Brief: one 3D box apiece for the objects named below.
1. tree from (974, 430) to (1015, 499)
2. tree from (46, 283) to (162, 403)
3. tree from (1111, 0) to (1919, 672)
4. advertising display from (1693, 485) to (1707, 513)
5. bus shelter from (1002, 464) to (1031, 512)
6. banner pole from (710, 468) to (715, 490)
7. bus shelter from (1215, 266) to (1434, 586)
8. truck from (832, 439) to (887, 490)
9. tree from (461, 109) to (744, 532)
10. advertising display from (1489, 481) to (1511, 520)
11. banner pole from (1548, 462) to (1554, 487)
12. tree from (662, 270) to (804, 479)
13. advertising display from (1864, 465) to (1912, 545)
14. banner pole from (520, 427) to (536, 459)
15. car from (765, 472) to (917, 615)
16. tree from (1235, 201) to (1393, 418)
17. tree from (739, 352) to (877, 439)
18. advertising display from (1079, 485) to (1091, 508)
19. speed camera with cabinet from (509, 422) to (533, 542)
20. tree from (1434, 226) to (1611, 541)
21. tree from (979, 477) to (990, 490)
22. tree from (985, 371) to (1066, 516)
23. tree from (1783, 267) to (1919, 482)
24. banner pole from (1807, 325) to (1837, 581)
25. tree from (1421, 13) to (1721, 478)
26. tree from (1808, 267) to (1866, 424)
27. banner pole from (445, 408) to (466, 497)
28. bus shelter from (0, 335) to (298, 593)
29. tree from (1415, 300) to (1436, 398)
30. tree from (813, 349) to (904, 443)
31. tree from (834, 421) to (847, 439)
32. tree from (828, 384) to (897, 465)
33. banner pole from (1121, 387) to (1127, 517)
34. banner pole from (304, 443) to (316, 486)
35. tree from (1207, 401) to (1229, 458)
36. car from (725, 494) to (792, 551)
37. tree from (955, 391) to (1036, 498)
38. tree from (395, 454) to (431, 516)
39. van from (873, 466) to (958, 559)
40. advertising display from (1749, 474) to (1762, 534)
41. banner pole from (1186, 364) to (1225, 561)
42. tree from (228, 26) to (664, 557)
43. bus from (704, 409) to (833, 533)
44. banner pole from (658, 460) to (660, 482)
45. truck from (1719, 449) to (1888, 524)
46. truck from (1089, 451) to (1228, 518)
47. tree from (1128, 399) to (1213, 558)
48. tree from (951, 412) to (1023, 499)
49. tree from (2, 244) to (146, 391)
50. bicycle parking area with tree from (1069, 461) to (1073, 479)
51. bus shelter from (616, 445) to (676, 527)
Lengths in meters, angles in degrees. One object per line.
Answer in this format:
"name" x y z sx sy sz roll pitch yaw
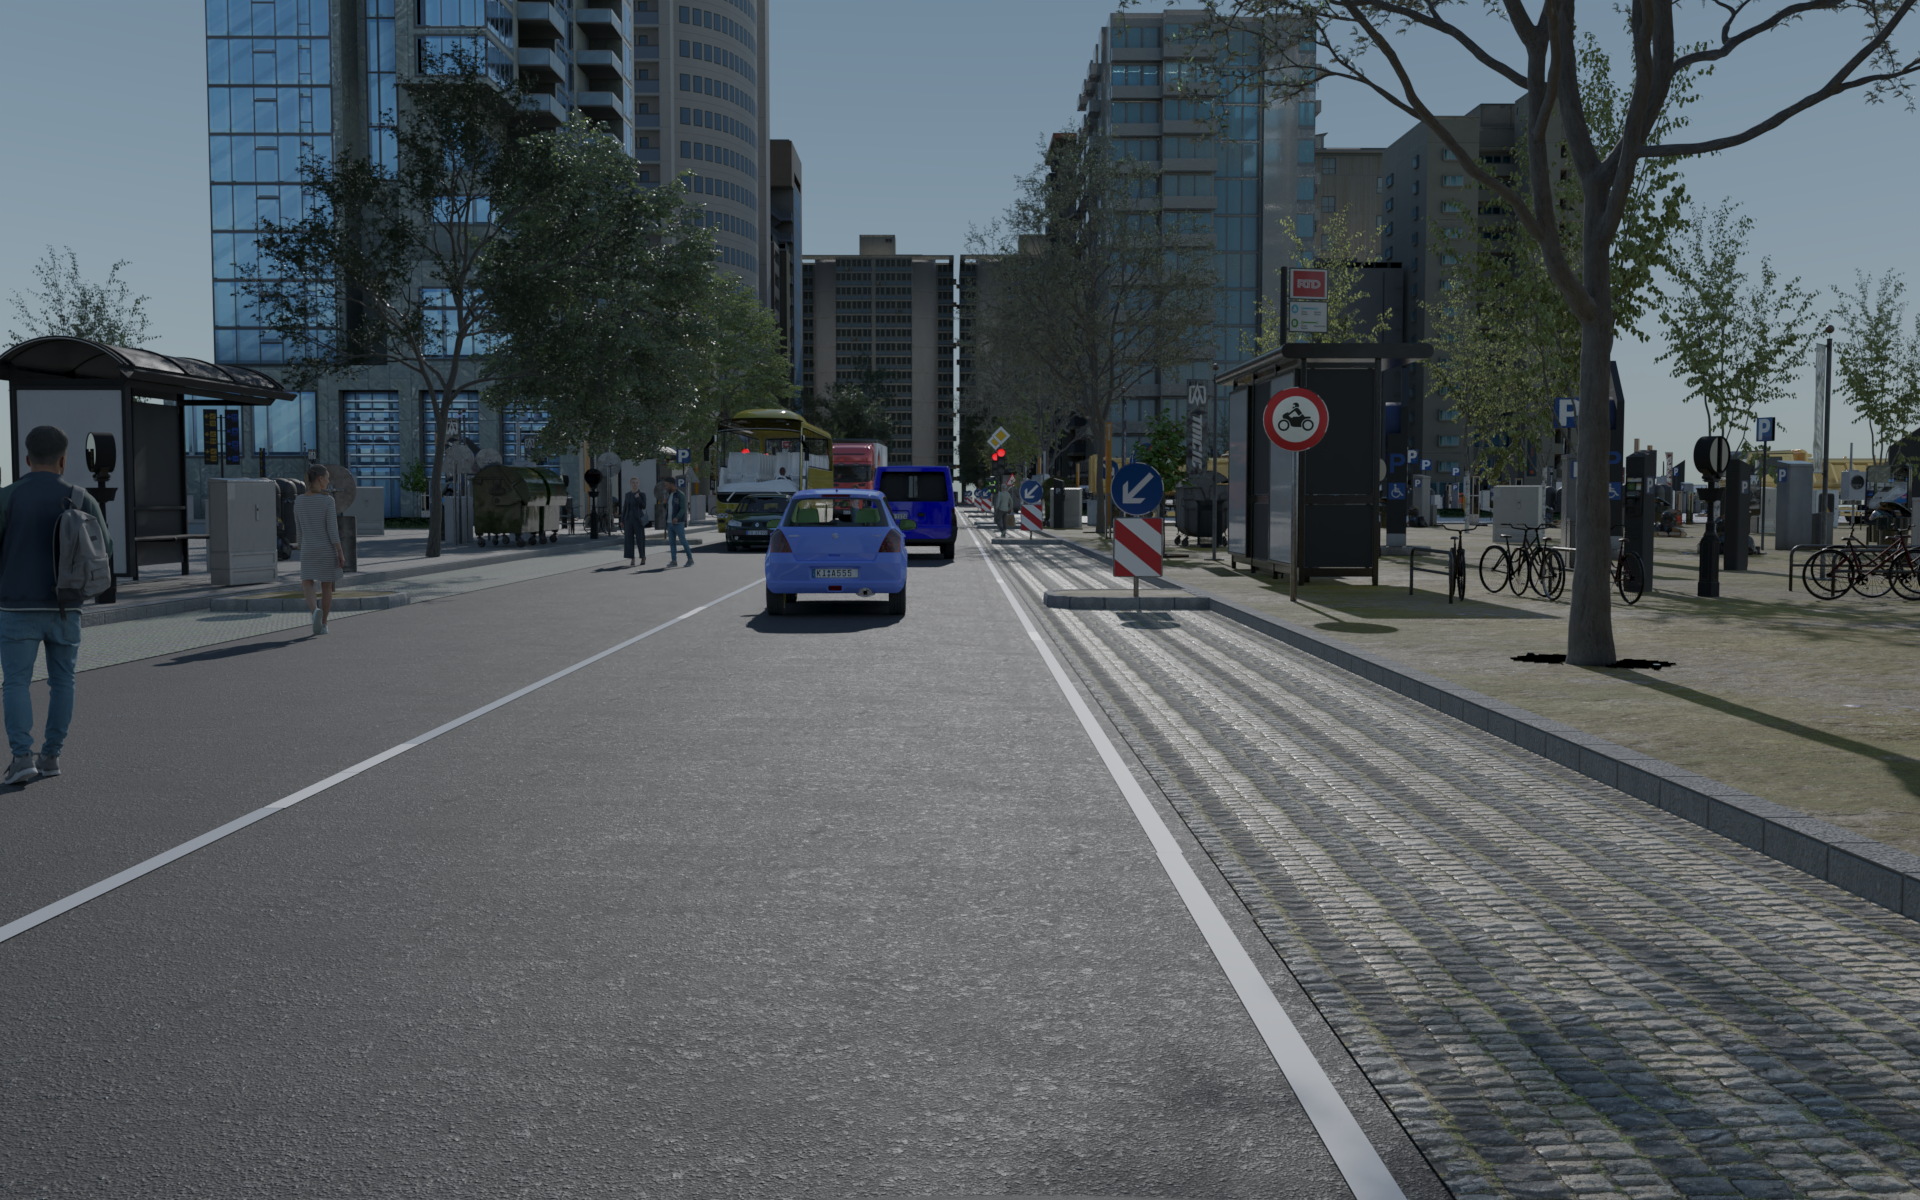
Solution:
"tree" 3.571 -15.256 199.802 4.360 8.622 3.978 0 3 0
"tree" -29.467 -6.711 60.088 4.737 8.622 4.395 0 3 0
"tree" 4.653 -6.251 12.568 12.009 13.543 11.850 0 3 0
"advertising display" 50.306 -6.888 117.827 0.974 1.923 0.123 0 4 -2
"bus shelter" 3.724 -7.622 118.535 2.014 3.302 5.546 0 4 0
"banner pole" -19.238 -8.905 135.610 0.863 3.779 0.401 1 4 18
"bus shelter" 5.491 -3.100 28.319 2.179 5.291 8.768 0 4 0
"truck" -5.358 -6.185 90.037 2.839 4.237 11.283 0 4 1
"tree" -11.935 -9.252 57.928 9.857 13.997 8.962 0 3 0
"advertising display" 26.171 -4.816 83.959 0.974 1.923 0.123 3 4 36
"banner pole" 46.461 -8.949 136.336 0.401 3.779 0.863 -1 4 -15
"tree" -11.724 -10.406 88.266 7.486 12.596 7.792 0 3 0
"advertising display" 20.597 -2.033 38.460 0.123 1.923 0.974 -2 4 -33
"banner pole" -16.193 -4.566 64.669 0.863 3.779 0.401 1 4 11
"car" -1.510 -0.750 21.861 1.945 1.707 3.694 0 4 -2
"tree" 9.093 -5.753 44.426 4.360 8.622 3.978 0 3 0
"tree" -11.336 -10.852 111.849 8.767 10.594 7.601 -3 5 -42
"advertising display" 8.910 -7.247 123.706 0.974 1.923 0.123 2 4 30
"speed camera with cabinet" -11.841 -3.219 46.965 0.660 3.252 2.038 -1 4 -9
"tree" 16.025 -5.962 47.836 4.360 8.622 3.978 0 3 0
"tree" 2.818 -12.018 191.099 1.663 3.219 1.824 0 3 0
"tree" 3.762 -9.144 99.863 4.737 8.622 4.395 0 3 0
"tree" 29.915 -6.458 55.953 4.737 8.622 4.395 0 3 0
"banner pole" 12.708 -2.173 25.549 0.401 3.779 0.863 3 5 42
"tree" 9.449 -4.645 26.306 4.737 8.622 4.395 0 3 0
"tree" 18.893 -5.651 42.752 4.737 8.622 4.395 0 3 0
"banner pole" -14.567 -3.683 50.229 0.863 3.779 0.401 -3 5 -43
"bus shelter" -11.530 -1.894 24.886 2.014 3.302 5.546 0 4 0
"tree" 16.719 -6.463 56.026 4.360 8.622 3.978 0 3 0
"tree" -13.492 -22.807 228.789 12.611 20.169 13.585 0 3 0
"tree" -13.003 -13.611 172.906 4.737 8.622 4.395 0 3 0
"tree" -11.751 -17.941 199.998 9.857 13.997 8.962 0 3 0
"banner pole" 3.839 -3.088 40.503 0.401 3.779 0.863 0 4 -1
"banner pole" -31.788 -5.789 84.670 0.401 3.779 0.863 2 4 34
"tree" 20.387 -11.203 133.538 4.360 8.622 3.978 0 3 0
"car" -4.973 -2.134 44.673 2.009 1.686 4.222 0 4 1
"tree" 3.023 -13.043 147.668 7.601 10.594 8.767 0 3 0
"tree" -25.720 -5.367 82.357 1.663 3.219 1.824 0 3 0
"van" -1.104 -2.175 39.945 2.240 2.365 5.245 0 4 -2
"advertising display" 25.263 -3.092 55.773 0.974 1.923 0.123 1 4 10
"banner pole" 4.698 -2.647 33.296 0.863 3.779 0.401 -1 4 -20
"tree" -10.481 -6.140 34.799 7.601 10.594 8.767 2 4 35
"bus" -5.617 -3.803 53.730 2.896 3.916 12.252 0 4 0
"banner pole" -14.621 -5.638 82.199 0.863 3.779 0.401 -1 4 -21
"truck" 37.716 -4.905 76.119 9.791 3.379 3.469 0 3 0
"truck" 10.546 -4.852 75.255 9.791 3.379 3.469 0 4 2
"tree" 4.288 -2.481 35.166 1.663 3.219 1.824 0 3 0
"tree" 3.263 -18.735 223.328 9.611 12.733 9.660 0 3 0
"tree" -25.738 -6.148 50.885 4.360 8.622 3.978 0 3 0
"bicycle parking area with tree" 12.165 -9.987 150.286 8.231 4.147 9.016 1 4 19
"bus shelter" -12.422 -4.601 69.153 2.014 3.302 5.546 0 4 0
